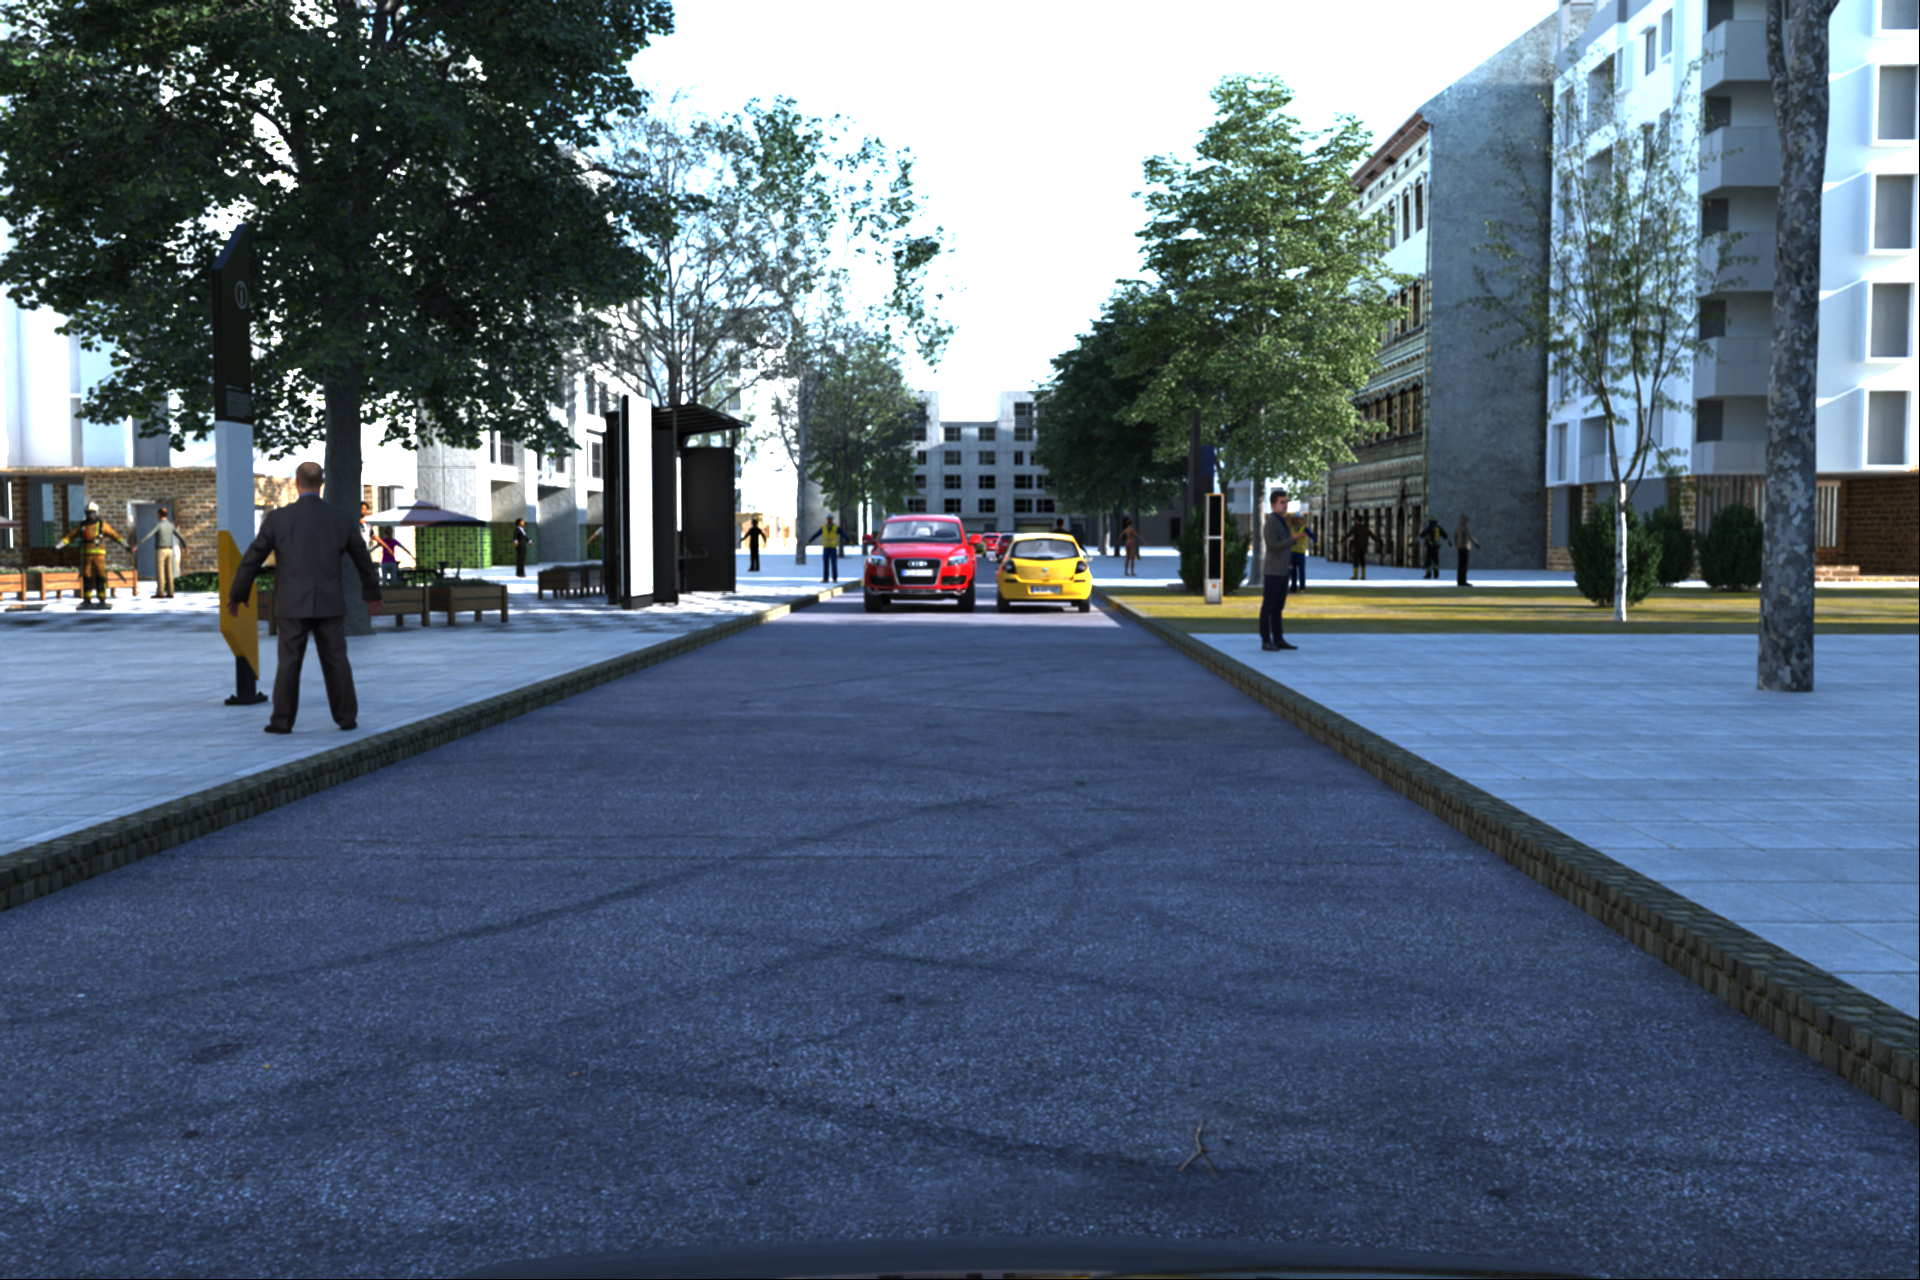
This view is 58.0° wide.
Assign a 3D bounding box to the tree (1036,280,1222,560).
[{"bbox_3d":[8.450,-10.892,84.747,9.857,13.997,8.962,0,3,0],"label":"tree"}]

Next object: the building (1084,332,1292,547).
[{"bbox_3d":[27.653,-21.254,191.484,27.936,21.610,32.646,0,4,2],"label":"building"}]

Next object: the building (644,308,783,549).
[{"bbox_3d":[-21.582,-17.711,146.002,16.016,20.090,11.380,0,4,2],"label":"building"}]

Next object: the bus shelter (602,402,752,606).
[{"bbox_3d":[-5.433,-2.615,34.031,1.731,3.624,6.357,0,4,2],"label":"bus shelter"}]

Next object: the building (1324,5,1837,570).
[{"bbox_3d":[26.137,-14.659,70.611,19.493,23.208,18.063,0,4,1],"label":"building"}]

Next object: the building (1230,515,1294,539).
[{"bbox_3d":[29.883,-19.186,170.108,16.016,20.090,11.380,0,4,2],"label":"building"}]

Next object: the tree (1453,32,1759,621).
[{"bbox_3d":[9.956,-4.597,25.517,4.360,8.622,3.978,0,3,0],"label":"tree"}]

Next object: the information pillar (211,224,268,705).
[{"bbox_3d":[-5.413,-1.321,12.947,0.183,3.616,0.504,0,4,1],"label":"information pillar"}]

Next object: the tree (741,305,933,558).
[{"bbox_3d":[-6.259,-11.110,92.026,12.009,13.543,11.850,0,3,0],"label":"tree"}]

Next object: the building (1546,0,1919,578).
[{"bbox_3d":[25.622,-12.364,58.577,16.016,20.090,11.380,0,4,1],"label":"building"}]

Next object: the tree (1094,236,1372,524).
[{"bbox_3d":[8.196,-7.232,52.648,8.767,10.594,7.601,1,4,8],"label":"tree"}]

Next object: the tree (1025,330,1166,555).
[{"bbox_3d":[8.814,-12.189,105.938,9.857,13.997,8.962,0,3,0],"label":"tree"}]

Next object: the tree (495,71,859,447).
[{"bbox_3d":[-7.545,-8.314,46.304,12.009,13.543,11.850,0,3,0],"label":"tree"}]

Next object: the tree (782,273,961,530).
[{"bbox_3d":[-6.647,-16.532,126.184,12.611,20.169,13.585,0,3,0],"label":"tree"}]

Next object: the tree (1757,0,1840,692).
[{"bbox_3d":[8.122,-9.609,12.990,12.611,20.169,13.585,0,3,0],"label":"tree"}]

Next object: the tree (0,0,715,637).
[{"bbox_3d":[-7.804,-7.033,21.640,9.857,13.997,8.962,0,3,0],"label":"tree"}]

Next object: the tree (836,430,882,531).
[{"bbox_3d":[-6.089,-10.040,114.508,4.360,8.622,3.978,0,3,0],"label":"tree"}]

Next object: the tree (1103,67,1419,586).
[{"bbox_3d":[7.438,-7.657,43.323,7.486,12.596,7.792,0,3,0],"label":"tree"}]

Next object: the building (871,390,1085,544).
[{"bbox_3d":[4.719,-21.412,218.995,31.486,18.905,16.747,0,4,-1],"label":"building"}]

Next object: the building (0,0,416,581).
[{"bbox_3d":[-24.586,-11.748,48.497,16.016,20.090,11.380,0,4,1],"label":"building"}]

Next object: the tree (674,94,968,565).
[{"bbox_3d":[-6.085,-13.294,73.251,12.611,20.169,13.585,0,3,0],"label":"tree"}]

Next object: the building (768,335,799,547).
[{"bbox_3d":[-21.749,-18.937,166.044,16.016,20.090,11.380,0,4,1],"label":"building"}]

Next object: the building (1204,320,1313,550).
[{"bbox_3d":[26.536,-18.041,151.386,16.016,20.090,11.380,0,4,2],"label":"building"}]

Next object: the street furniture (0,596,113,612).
[{"bbox_3d":[-18.765,-1.161,25.832,11.010,1.723,9.812,-2,4,-25],"label":"street furniture"}]

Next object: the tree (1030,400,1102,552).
[{"bbox_3d":[9.812,-12.944,122.006,12.009,13.543,11.850,0,3,0],"label":"tree"}]

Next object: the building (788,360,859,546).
[{"bbox_3d":[-21.409,-22.161,193.253,19.493,23.208,18.063,0,4,2],"label":"building"}]

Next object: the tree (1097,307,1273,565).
[{"bbox_3d":[9.142,-8.196,68.415,7.601,10.594,8.767,-3,5,-41],"label":"tree"}]

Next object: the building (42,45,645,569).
[{"bbox_3d":[-25.804,-12.988,78.806,16.747,18.905,31.486,0,4,1],"label":"building"}]

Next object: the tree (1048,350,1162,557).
[{"bbox_3d":[8.758,-10.430,96.287,9.928,11.665,9.643,0,3,0],"label":"tree"}]

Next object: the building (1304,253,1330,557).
[{"bbox_3d":[29.455,-15.912,91.086,19.493,23.208,18.063,0,4,1],"label":"building"}]

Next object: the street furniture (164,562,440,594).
[{"bbox_3d":[-15.806,-1.620,42.111,5.734,0.657,10.072,0,4,-8],"label":"street furniture"}]

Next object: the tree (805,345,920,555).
[{"bbox_3d":[-6.114,-11.346,103.632,7.486,12.596,7.792,0,3,0],"label":"tree"}]

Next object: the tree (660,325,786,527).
[{"bbox_3d":[-7.720,-6.486,56.403,4.360,8.622,3.978,0,3,0],"label":"tree"}]
